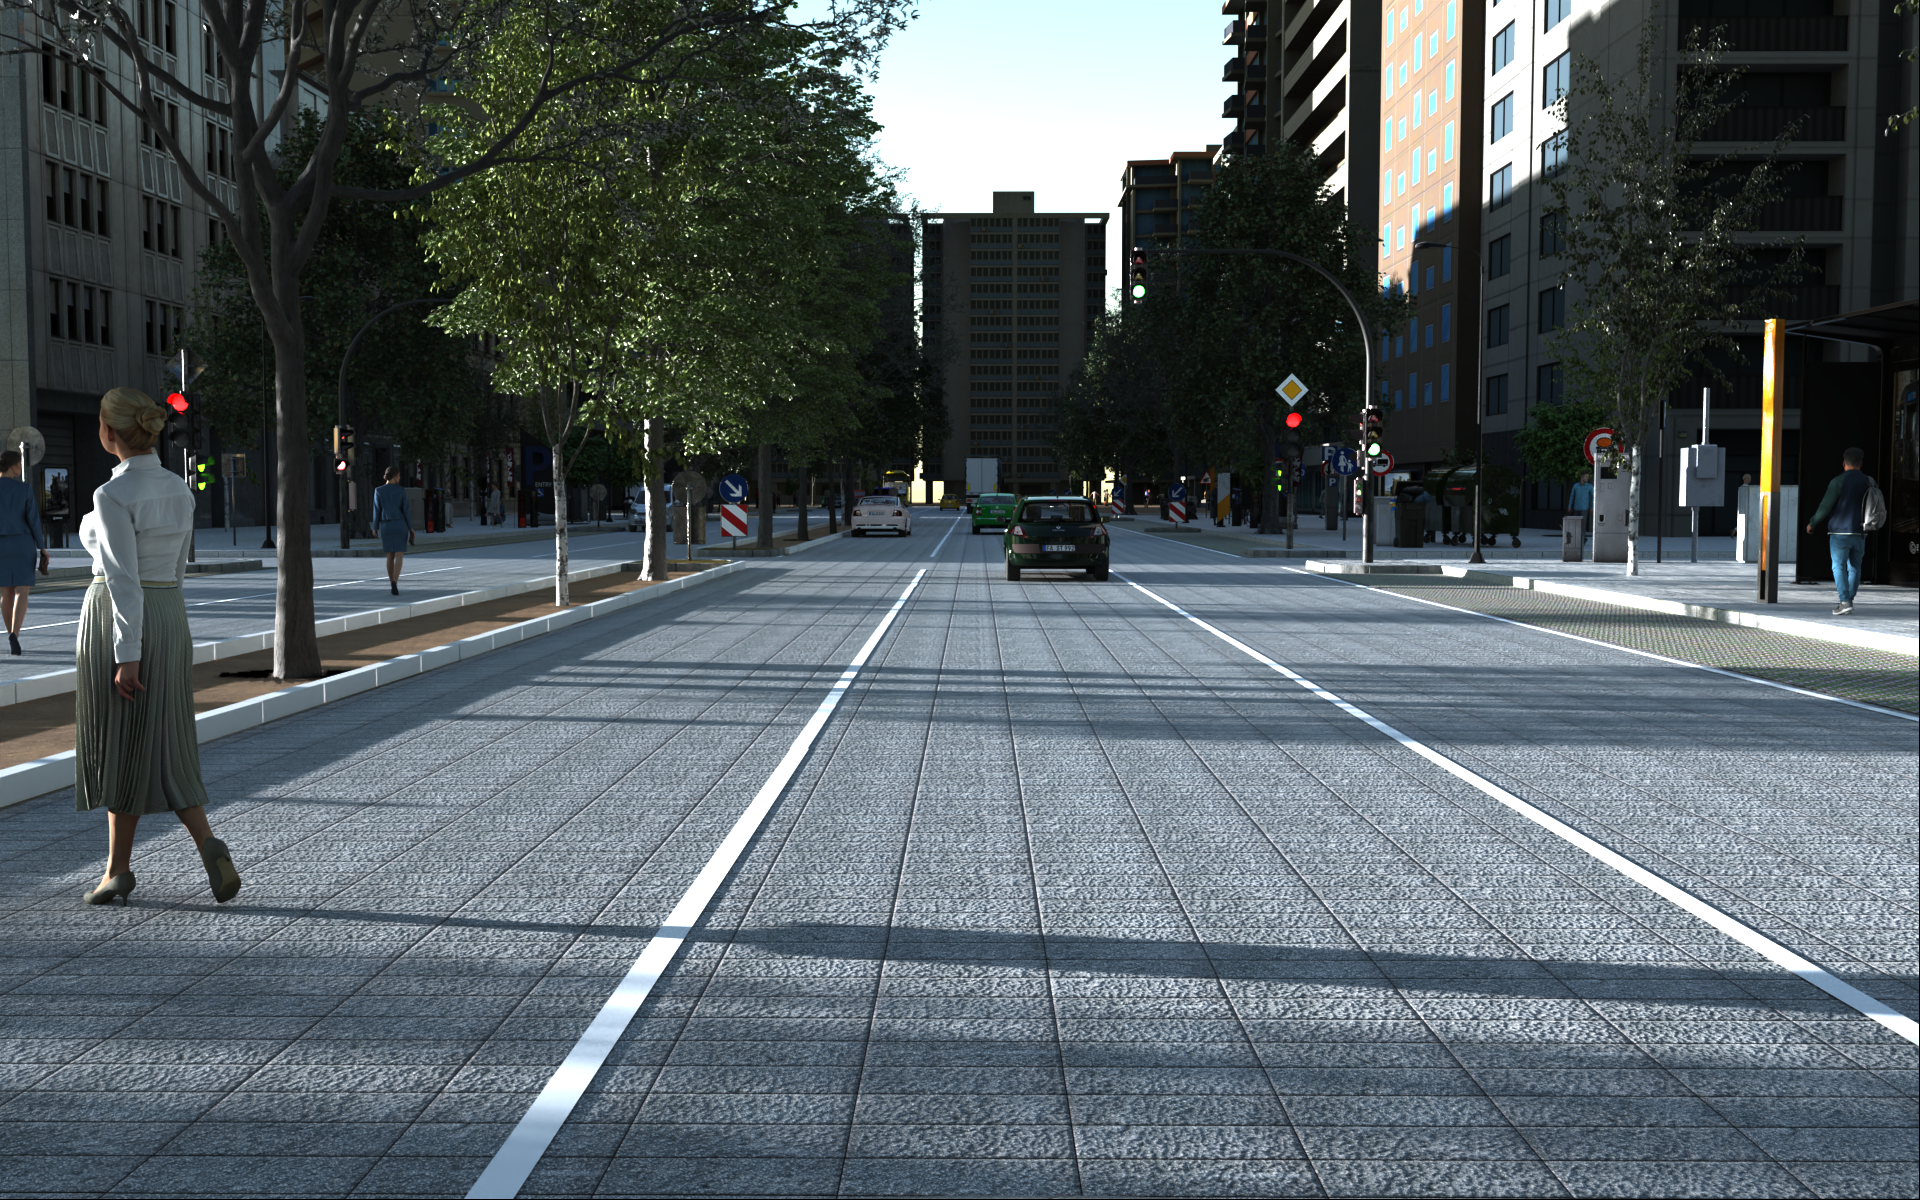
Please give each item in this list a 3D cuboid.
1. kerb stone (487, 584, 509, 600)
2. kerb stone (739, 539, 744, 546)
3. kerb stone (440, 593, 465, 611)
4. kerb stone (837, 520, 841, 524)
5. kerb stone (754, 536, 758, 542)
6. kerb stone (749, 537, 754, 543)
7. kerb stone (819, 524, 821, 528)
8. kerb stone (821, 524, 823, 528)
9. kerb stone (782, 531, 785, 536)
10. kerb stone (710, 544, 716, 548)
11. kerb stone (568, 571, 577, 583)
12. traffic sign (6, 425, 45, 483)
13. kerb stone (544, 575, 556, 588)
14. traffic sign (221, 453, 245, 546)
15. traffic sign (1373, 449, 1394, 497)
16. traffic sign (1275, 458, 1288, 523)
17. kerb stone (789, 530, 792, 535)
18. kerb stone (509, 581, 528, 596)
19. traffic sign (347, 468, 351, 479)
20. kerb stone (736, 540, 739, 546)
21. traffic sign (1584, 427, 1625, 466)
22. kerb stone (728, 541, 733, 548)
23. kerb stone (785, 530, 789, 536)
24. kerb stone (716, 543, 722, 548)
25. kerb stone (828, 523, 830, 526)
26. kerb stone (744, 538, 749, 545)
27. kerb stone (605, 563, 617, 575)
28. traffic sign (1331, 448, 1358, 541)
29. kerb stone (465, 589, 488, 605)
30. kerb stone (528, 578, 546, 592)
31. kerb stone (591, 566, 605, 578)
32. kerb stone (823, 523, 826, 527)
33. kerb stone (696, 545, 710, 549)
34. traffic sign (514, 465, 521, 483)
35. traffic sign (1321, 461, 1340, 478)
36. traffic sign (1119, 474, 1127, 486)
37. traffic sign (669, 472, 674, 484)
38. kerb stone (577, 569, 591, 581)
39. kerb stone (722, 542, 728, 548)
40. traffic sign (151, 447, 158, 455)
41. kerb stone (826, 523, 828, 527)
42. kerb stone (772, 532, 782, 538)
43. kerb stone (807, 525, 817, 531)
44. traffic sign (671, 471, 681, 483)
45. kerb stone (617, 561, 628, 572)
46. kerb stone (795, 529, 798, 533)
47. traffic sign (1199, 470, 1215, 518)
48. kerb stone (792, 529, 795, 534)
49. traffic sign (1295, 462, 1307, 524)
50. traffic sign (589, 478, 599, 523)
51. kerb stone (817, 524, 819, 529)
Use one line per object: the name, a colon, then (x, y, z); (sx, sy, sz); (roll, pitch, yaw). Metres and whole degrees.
kerb stone: (-6.365, -0.084, 23.561); (0.120, 0.150, 1.000); (0, 4, 1)
kerb stone: (-6.143, -1.553, 47.714); (0.120, 0.150, 1.000); (0, 4, 1)
kerb stone: (-6.391, 0.042, 21.507); (0.120, 0.150, 1.000); (0, 4, 1)
kerb stone: (-5.804, -3.753, 83.623); (0.120, 0.150, 1.000); (0, 4, 1)
kerb stone: (-6.112, -1.749, 50.798); (0.120, 0.150, 1.000); (0, 4, 1)
kerb stone: (-6.127, -1.684, 49.771); (0.120, 0.150, 1.000); (0, 4, 1)
kerb stone: (-5.920, -3.005, 71.328); (0.120, 0.150, 1.000); (0, 4, 1)
kerb stone: (-5.917, -3.067, 72.360); (0.120, 0.150, 1.000); (0, 4, 1)
kerb stone: (-6.052, -2.189, 57.987); (0.120, 0.150, 1.000); (0, 4, 1)
kerb stone: (-6.189, -1.243, 42.586); (0.120, 0.150, 1.000); (0, 4, 1)
kerb stone: (-6.327, -0.334, 27.649); (0.120, 0.150, 1.000); (0, 4, 1)
traffic sign: (-17.304, -1.956, 32.079); (0.768, 2.556, 0.104); (0, 4, 5)
kerb stone: (-6.338, -0.271, 26.627); (0.120, 0.150, 1.000); (0, 4, 1)
traffic sign: (-18.039, -2.501, 43.020); (0.606, 2.300, 0.079); (0, 4, 6)
traffic sign: (11.909, -3.001, 49.176); (0.768, 2.556, 0.104); (0, 4, 4)
traffic sign: (11.190, -3.721, 60.940); (0.768, 2.556, 0.104); (0, 4, 3)
kerb stone: (-6.030, -2.314, 60.032); (0.120, 0.150, 1.000); (0, 4, 1)
kerb stone: (-6.355, -0.146, 24.583); (0.120, 0.150, 1.000); (0, 4, 1)
traffic sign: (-19.650, -3.418, 55.984); (0.768, 2.556, 0.104); (0, 4, 5)
kerb stone: (-6.156, -1.493, 46.692); (0.120, 0.150, 1.000); (0, 4, 1)
traffic sign: (12.333, -2.027, 33.250); (0.768, 2.556, 0.104); (0, 4, 3)
kerb stone: (-6.161, -1.432, 45.660); (0.120, 0.150, 1.000); (0, 4, 1)
kerb stone: (-6.042, -2.252, 59.010); (0.120, 0.150, 1.000); (0, 4, 1)
kerb stone: (-6.185, -1.310, 43.608); (0.120, 0.150, 1.000); (0, 4, 1)
kerb stone: (-5.885, -3.251, 75.427); (0.120, 0.150, 1.000); (0, 4, 1)
kerb stone: (-6.127, -1.624, 48.748); (0.120, 0.150, 1.000); (0, 4, 1)
kerb stone: (-6.298, -0.522, 30.724); (0.120, 0.150, 1.000); (0, 4, 1)
traffic sign: (10.582, -2.905, 47.609); (0.768, 2.556, 0.104); (0, 4, 4)
kerb stone: (-6.374, -0.021, 22.538); (0.120, 0.150, 1.000); (0, 4, 1)
kerb stone: (-6.344, -0.204, 25.606); (0.120, 0.150, 1.000); (0, 4, 1)
kerb stone: (-6.306, -0.459, 29.703); (0.120, 0.150, 1.000); (0, 4, 1)
kerb stone: (-5.901, -3.131, 73.382); (0.120, 0.150, 1.000); (0, 4, 1)
kerb stone: (-6.195, -1.185, 41.563); (0.120, 0.150, 1.000); (0, 4, 1)
traffic sign: (-18.885, -4.556, 74.604); (0.768, 2.556, 0.104); (0, 4, 7)
traffic sign: (13.517, -3.851, 63.076); (0.768, 2.556, 0.104); (0, 4, 7)
traffic sign: (10.780, -6.932, 113.071); (0.795, 2.593, 0.064); (1, 4, 10)
traffic sign: (-16.116, -6.000, 98.213); (0.768, 2.556, 0.104); (0, 4, 6)
kerb stone: (-6.317, -0.396, 28.671); (0.120, 0.150, 1.000); (0, 4, 1)
kerb stone: (-6.169, -1.372, 44.638); (0.120, 0.150, 1.000); (0, 4, 1)
traffic sign: (-19.789, -2.560, 41.954); (0.768, 2.556, 0.104); (0, 4, 4)
kerb stone: (-5.899, -3.193, 74.404); (0.120, 0.150, 1.000); (0, 4, 1)
kerb stone: (-6.055, -2.126, 56.963); (0.120, 0.150, 1.000); (0, 4, 1)
kerb stone: (-5.944, -2.878, 69.275); (0.120, 0.150, 1.000); (0, 4, 1)
traffic sign: (-15.924, -5.968, 97.685); (0.768, 2.556, 0.104); (0, 4, 1)
kerb stone: (-6.291, -0.584, 31.746); (0.120, 0.150, 1.000); (0, 4, 1)
kerb stone: (-6.011, -2.439, 62.082); (0.120, 0.150, 1.000); (0, 4, 1)
traffic sign: (13.293, -5.714, 93.430); (0.884, 2.594, 0.081); (0, 4, 2)
kerb stone: (-6.023, -2.376, 61.055); (0.120, 0.150, 1.000); (0, 4, 1)
traffic sign: (12.837, -4.038, 66.133); (0.768, 2.556, 0.104); (0, 4, 6)
traffic sign: (-16.576, -4.743, 77.554); (0.884, 2.594, 0.081); (0, 4, 8)
kerb stone: (-5.937, -2.942, 70.302); (0.120, 0.150, 1.000); (0, 4, 1)
